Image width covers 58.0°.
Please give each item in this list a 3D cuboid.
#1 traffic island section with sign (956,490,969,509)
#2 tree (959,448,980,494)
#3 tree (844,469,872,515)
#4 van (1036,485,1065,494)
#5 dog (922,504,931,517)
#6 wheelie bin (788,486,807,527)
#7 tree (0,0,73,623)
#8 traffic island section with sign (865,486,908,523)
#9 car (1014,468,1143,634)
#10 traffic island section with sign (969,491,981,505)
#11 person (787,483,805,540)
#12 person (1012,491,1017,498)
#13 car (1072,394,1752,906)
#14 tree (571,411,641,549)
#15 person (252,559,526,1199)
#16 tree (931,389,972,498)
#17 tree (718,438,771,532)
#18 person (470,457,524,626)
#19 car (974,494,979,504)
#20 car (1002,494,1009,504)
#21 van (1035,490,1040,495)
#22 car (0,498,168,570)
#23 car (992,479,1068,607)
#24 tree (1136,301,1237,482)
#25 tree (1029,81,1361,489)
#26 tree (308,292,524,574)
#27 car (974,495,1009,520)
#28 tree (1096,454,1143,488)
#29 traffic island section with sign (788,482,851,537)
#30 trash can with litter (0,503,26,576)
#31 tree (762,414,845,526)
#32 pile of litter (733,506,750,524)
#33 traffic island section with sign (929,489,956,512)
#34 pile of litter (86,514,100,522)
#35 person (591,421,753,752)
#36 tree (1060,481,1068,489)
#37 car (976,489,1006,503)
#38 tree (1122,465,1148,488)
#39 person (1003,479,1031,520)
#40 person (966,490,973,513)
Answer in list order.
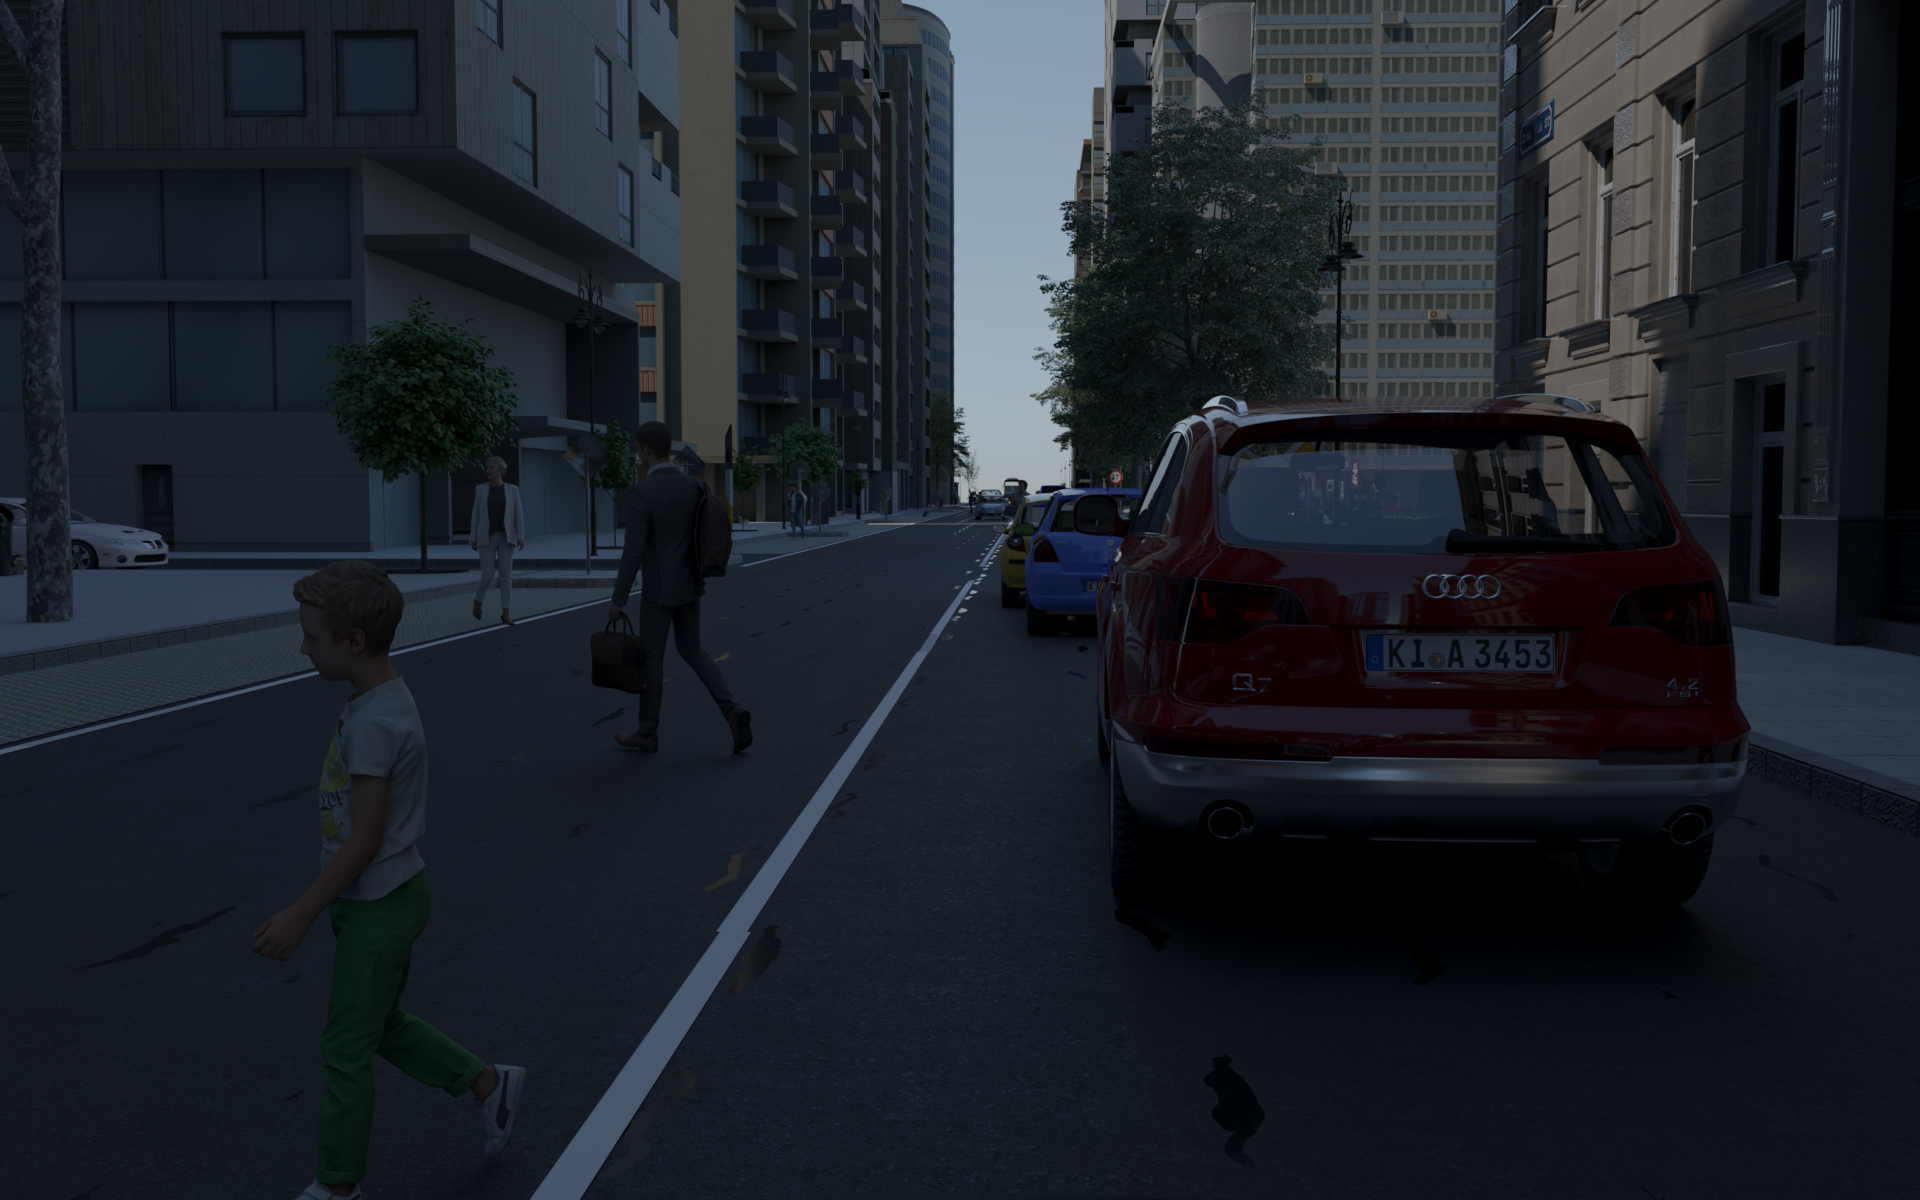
[{"bbox_3d":[-0.439,-9.411,162.496,1.989,1.847,2.006,0,4,2],"label":"traffic island section with sign"},{"bbox_3d":[1.471,-19.379,267.203,4.360,8.622,3.978,0,3,0],"label":"tree"},{"bbox_3d":[-6.566,-6.980,108.729,1.663,3.219,1.824,0,3,0],"label":"tree"},{"bbox_3d":[6.404,-7.064,119.886,2.240,2.365,5.245,0,4,2],"label":"van"},{"bbox_3d":[-2.100,-5.483,106.490,0.513,0.831,0.800,-1,4,-16],"label":"dog"},{"bbox_3d":[-6.390,-3.674,67.978,0.693,1.594,0.980,0,4,4],"label":"wheelie bin"},{"bbox_3d":[-10.189,-9.912,17.954,12.611,20.169,13.585,0,3,0],"label":"tree"},{"bbox_3d":[-3.584,-4.683,85.191,1.989,1.847,2.006,0,4,2],"label":"traffic island section with sign"},{"bbox_3d":[1.556,-0.572,18.952,1.945,1.707,3.694,0,4,2],"label":"car"},{"bbox_3d":[1.818,-12.782,217.617,1.989,1.847,2.006,0,4,2],"label":"traffic island section with sign"},{"bbox_3d":[-5.158,-2.783,54.351,0.623,1.781,0.721,1,4,10],"label":"person"},{"bbox_3d":[7.243,-12.953,220.419,1.348,1.807,0.705,-2,4,-24],"label":"person"},{"bbox_3d":[1.635,0.064,7.620,2.281,1.827,5.304,0,4,4],"label":"car"},{"bbox_3d":[-8.047,-2.821,40.721,1.663,3.219,1.824,0,3,0],"label":"tree"},{"bbox_3d":[-1.138,0.567,3.481,0.590,1.304,0.306,-3,5,-41],"label":"person"},{"bbox_3d":[-2.480,-16.448,187.057,7.486,12.596,7.792,0,3,0],"label":"tree"},{"bbox_3d":[-7.546,-3.983,59.723,1.663,3.219,1.824,0,3,0],"label":"tree"},{"bbox_3d":[-5.118,-0.653,19.062,0.514,1.842,0.818,-3,4,-36],"label":"person"},{"bbox_3d":[2.865,-13.879,237.147,2.015,1.641,3.980,0,4,4],"label":"car"},{"bbox_3d":[4.887,-11.994,208.103,2.014,1.417,4.499,0,4,0],"label":"car"},{"bbox_3d":[8.784,-10.912,185.422,2.013,2.044,4.112,0,4,4],"label":"van"},{"bbox_3d":[-16.682,-1.138,30.973,4.827,1.381,2.083,0,4,4],"label":"car"},{"bbox_3d":[1.427,-0.802,23.336,2.015,1.641,3.980,0,4,3],"label":"car"},{"bbox_3d":[8.317,-6.962,64.188,4.360,8.622,3.978,0,3,0],"label":"tree"},{"bbox_3d":[7.500,-8.993,53.696,9.857,13.997,8.962,0,3,0],"label":"tree"},{"bbox_3d":[-8.890,-2.728,28.311,4.285,4.588,4.351,0,3,0],"label":"tree"},{"bbox_3d":[1.792,-5.224,97.412,2.014,1.417,4.499,0,4,4],"label":"car"},{"bbox_3d":[10.484,-7.784,110.978,4.285,4.588,4.351,0,3,0],"label":"tree"},{"bbox_3d":[-4.703,-3.036,58.259,1.989,1.847,2.006,0,4,2],"label":"traffic island section with sign"},{"bbox_3d":[-15.139,-0.968,27.221,0.624,1.170,1.055,-1,4,-10],"label":"trash can with litter"},{"bbox_3d":[-6.372,-5.322,70.729,4.285,4.588,4.351,0,3,0],"label":"tree"},{"bbox_3d":[-9.791,-3.791,75.956,1.176,0.858,1.719,0,4,4],"label":"pile of litter"},{"bbox_3d":[-1.556,-7.719,134.826,1.989,1.847,2.006,0,4,2],"label":"traffic island section with sign"},{"bbox_3d":[-18.199,-1.345,35.958,1.719,0.858,1.176,0,4,0],"label":"pile of litter"},{"bbox_3d":[-1.586,-0.065,9.528,0.822,1.834,0.622,2,4,29],"label":"person"},{"bbox_3d":[15.843,-16.594,265.915,1.663,3.219,1.824,0,3,0],"label":"tree"},{"bbox_3d":[2.301,-7.388,129.459,2.281,1.827,5.304,0,4,0],"label":"car"},{"bbox_3d":[9.796,-6.323,97.979,1.663,3.219,1.824,0,3,0],"label":"tree"},{"bbox_3d":[1.364,-2.002,41.589,0.716,1.782,0.532,1,4,18],"label":"person"},{"bbox_3d":[0.755,-7.669,134.337,0.568,1.767,0.683,-2,4,-23],"label":"person"}]
